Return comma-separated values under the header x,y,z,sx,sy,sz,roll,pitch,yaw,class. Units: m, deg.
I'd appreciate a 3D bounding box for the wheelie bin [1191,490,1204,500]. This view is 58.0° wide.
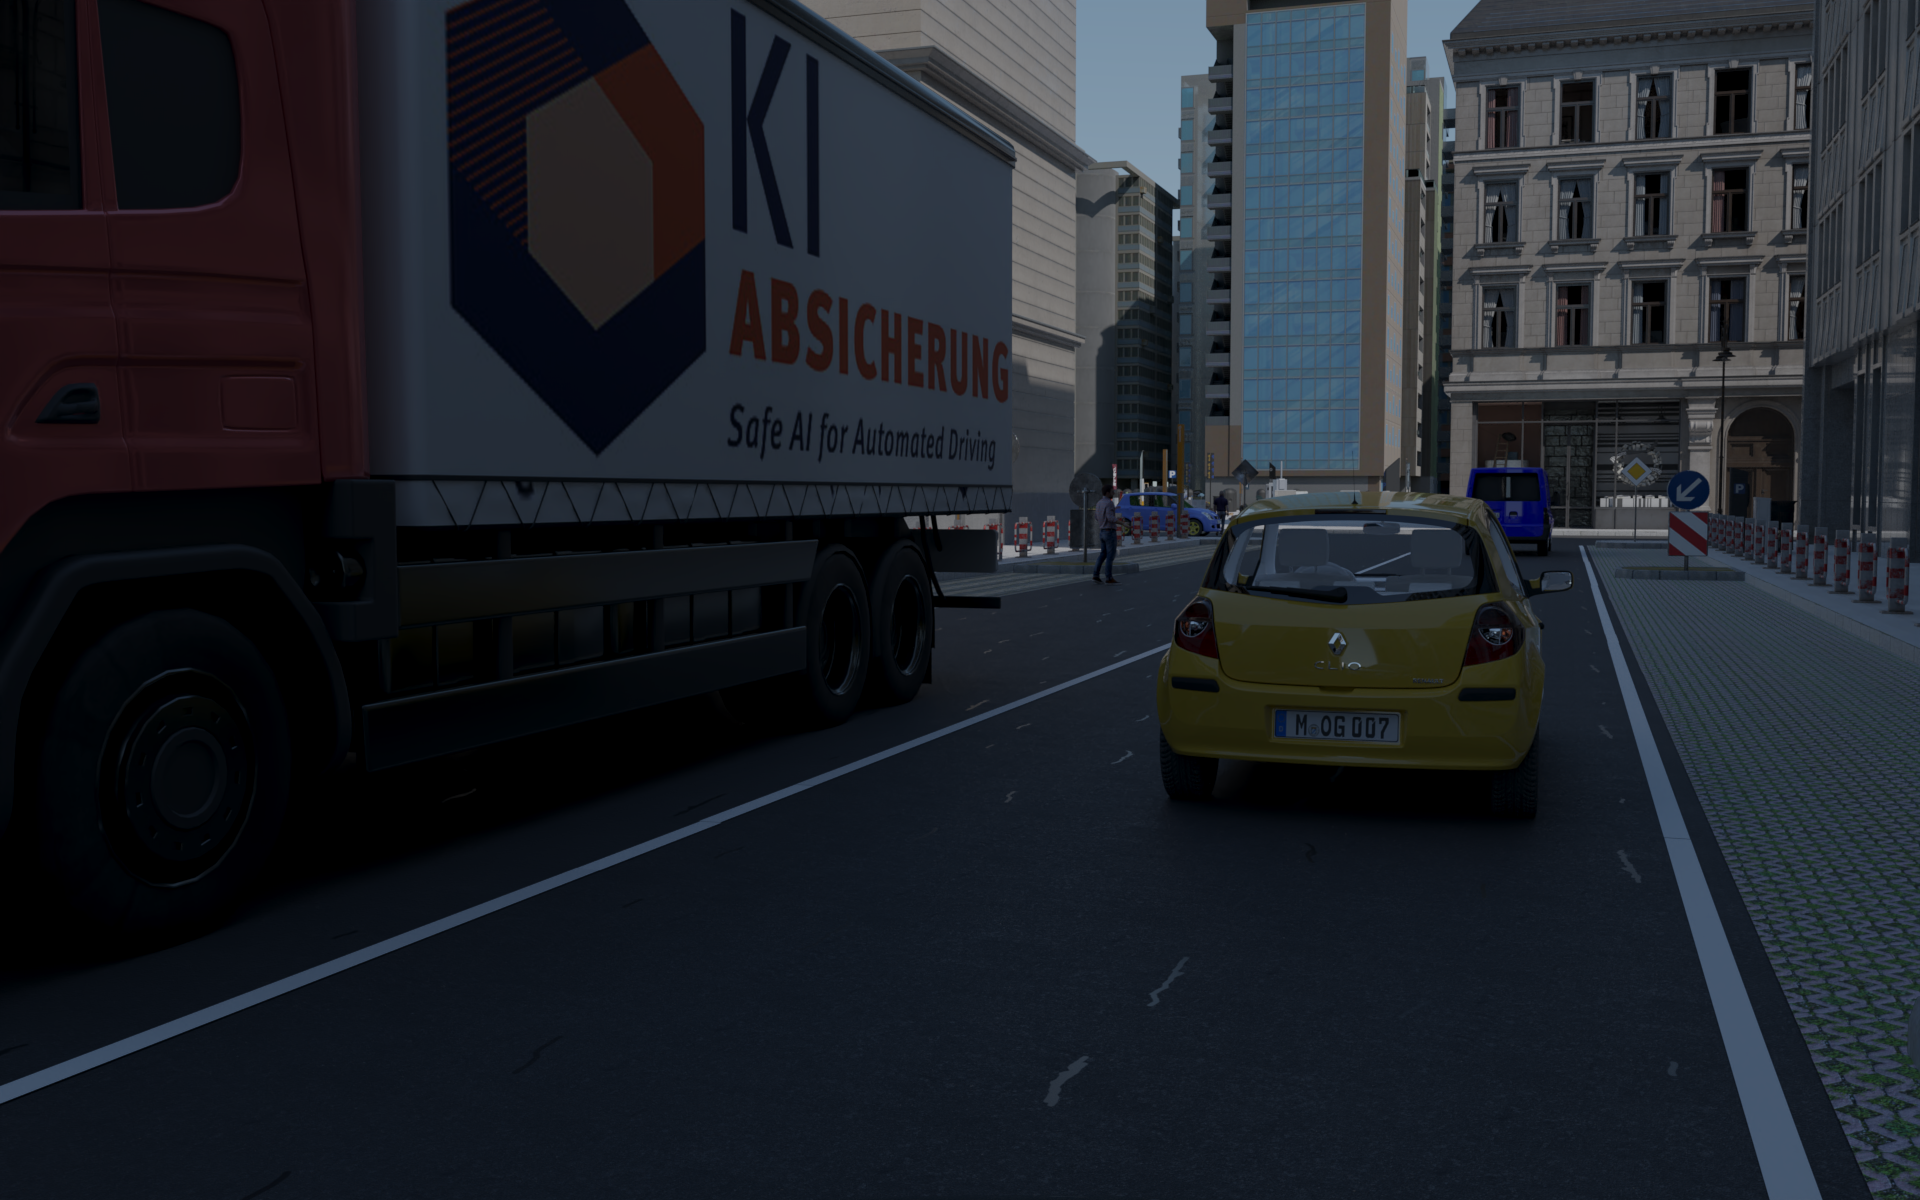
x,y,z,sx,sy,sz,roll,pitch,yaw,class
17.553,-7.342,127.947,0.980,1.594,0.693,1,4,14,wheelie bin

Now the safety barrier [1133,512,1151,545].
x,y,z,sx,sy,sz,roll,pitch,yaw,class
4.517,-1.826,44.128,0.300,0.817,1.120,1,4,19,safety barrier

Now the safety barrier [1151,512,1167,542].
x,y,z,sx,sy,sz,roll,pitch,yaw,class
5.167,-1.940,45.990,0.300,0.817,1.120,1,4,19,safety barrier

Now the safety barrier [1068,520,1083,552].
x,y,z,sx,sy,sz,roll,pitch,yaw,class
2.579,-1.486,38.569,0.300,0.817,1.120,1,4,19,safety barrier

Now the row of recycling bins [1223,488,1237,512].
x,y,z,sx,sy,sz,roll,pitch,yaw,class
19.414,-7.189,124.656,1.069,1.692,3.534,1,4,11,row of recycling bins

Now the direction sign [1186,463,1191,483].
x,y,z,sx,sy,sz,roll,pitch,yaw,class
16.401,-8.109,124.584,0.379,3.537,0.876,-1,4,-14,direction sign

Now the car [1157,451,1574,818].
x,y,z,sx,sy,sz,roll,pitch,yaw,class
2.223,0.059,9.261,2.015,1.641,3.980,1,4,18,car

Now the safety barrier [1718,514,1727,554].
x,y,z,sx,sy,sz,roll,pitch,yaw,class
16.527,-1.399,37.145,0.300,0.817,1.120,1,4,19,safety barrier

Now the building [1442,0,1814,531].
x,y,z,sx,sy,sz,roll,pitch,yaw,class
20.787,-13.238,67.344,40.483,20.767,10.553,1,4,19,building

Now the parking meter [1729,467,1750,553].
x,y,z,sx,sy,sz,roll,pitch,yaw,class
17.002,-1.963,37.801,0.399,1.863,0.255,1,4,19,parking meter

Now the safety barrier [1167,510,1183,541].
x,y,z,sx,sy,sz,roll,pitch,yaw,class
5.814,-2.053,47.842,0.300,0.817,1.120,1,4,19,safety barrier

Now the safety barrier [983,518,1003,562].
x,y,z,sx,sy,sz,roll,pitch,yaw,class
0.634,-1.145,33.000,0.300,0.817,1.120,1,4,19,safety barrier

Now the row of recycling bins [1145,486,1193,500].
x,y,z,sx,sy,sz,roll,pitch,yaw,class
16.471,-7.807,134.753,3.534,1.692,1.069,1,4,22,row of recycling bins

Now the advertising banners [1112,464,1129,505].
x,y,z,sx,sy,sz,roll,pitch,yaw,class
9.395,-6.417,101.113,0.090,3.025,2.074,2,4,35,advertising banners

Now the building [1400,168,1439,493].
x,y,z,sx,sy,sz,roll,pitch,yaw,class
34.867,-23.438,154.915,14.160,30.474,14.107,1,4,19,building

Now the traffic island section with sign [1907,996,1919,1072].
x,y,z,sx,sy,sz,roll,pitch,yaw,class
3.215,0.305,3.635,1.989,1.847,2.006,1,4,19,traffic island section with sign

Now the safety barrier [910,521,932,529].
x,y,z,sx,sy,sz,roll,pitch,yaw,class
-0.662,-0.917,29.267,0.300,0.817,1.120,1,4,19,safety barrier

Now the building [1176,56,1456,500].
x,y,z,sx,sy,sz,roll,pitch,yaw,class
39.343,-35.110,193.652,30.456,49.044,23.786,1,4,19,building

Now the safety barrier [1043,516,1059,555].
x,y,z,sx,sy,sz,roll,pitch,yaw,class
1.929,-1.372,36.710,0.300,0.817,1.120,1,4,19,safety barrier

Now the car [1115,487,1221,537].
x,y,z,sx,sy,sz,roll,pitch,yaw,class
6.967,-2.995,58.558,3.694,1.707,1.945,1,4,19,car

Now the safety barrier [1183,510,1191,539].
x,y,z,sx,sy,sz,roll,pitch,yaw,class
6.465,-2.168,49.715,0.300,0.817,1.120,1,4,19,safety barrier

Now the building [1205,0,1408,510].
x,y,z,sx,sy,sz,roll,pitch,yaw,class
28.601,-30.065,141.681,14.600,45.320,14.200,1,4,19,building

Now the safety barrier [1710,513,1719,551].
x,y,z,sx,sy,sz,roll,pitch,yaw,class
17.174,-1.512,38.997,0.300,0.817,1.120,1,4,19,safety barrier

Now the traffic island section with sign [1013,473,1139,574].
x,y,z,sx,sy,sz,roll,pitch,yaw,class
2.216,-1.416,31.787,1.989,1.847,2.006,1,4,19,traffic island section with sign

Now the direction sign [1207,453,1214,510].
x,y,z,sx,sy,sz,roll,pitch,yaw,class
13.734,-6.298,94.967,0.379,3.537,0.876,2,4,31,direction sign

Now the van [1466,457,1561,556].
x,y,z,sx,sy,sz,roll,pitch,yaw,class
13.324,-2.296,41.925,2.240,2.365,5.245,1,4,20,van

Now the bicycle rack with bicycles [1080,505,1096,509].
x,y,z,sx,sy,sz,roll,pitch,yaw,class
7.475,-5.858,109.166,2.925,0.926,2.852,1,4,14,bicycle rack with bicycles

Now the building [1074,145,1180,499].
x,y,z,sx,sy,sz,roll,pitch,yaw,class
11.517,-30.972,198.272,23.993,40.220,32.217,1,4,19,building

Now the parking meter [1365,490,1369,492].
x,y,z,sx,sy,sz,roll,pitch,yaw,class
27.462,-6.642,117.008,0.372,1.533,0.369,0,3,0,parking meter

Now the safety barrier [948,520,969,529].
x,y,z,sx,sy,sz,roll,pitch,yaw,class
-0.023,-1.030,31.122,0.300,0.817,1.120,1,4,19,safety barrier

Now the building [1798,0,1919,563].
x,y,z,sx,sy,sz,roll,pitch,yaw,class
23.927,-13.112,32.409,12.078,24.808,19.932,1,4,19,building

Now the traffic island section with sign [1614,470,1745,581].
x,y,z,sx,sy,sz,roll,pitch,yaw,class
12.243,-1.278,29.531,1.989,1.847,2.006,1,4,19,traffic island section with sign

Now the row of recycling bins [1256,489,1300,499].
x,y,z,sx,sy,sz,roll,pitch,yaw,class
24.749,-7.788,134.448,3.534,1.692,1.069,1,4,17,row of recycling bins

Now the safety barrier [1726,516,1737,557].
x,y,z,sx,sy,sz,roll,pitch,yaw,class
15.877,-1.285,35.283,0.300,0.817,1.120,1,4,19,safety barrier

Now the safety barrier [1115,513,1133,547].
x,y,z,sx,sy,sz,roll,pitch,yaw,class
3.871,-1.713,42.276,0.300,0.817,1.120,1,4,19,safety barrier

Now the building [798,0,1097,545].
x,y,z,sx,sy,sz,roll,pitch,yaw,class
-9.134,-15.866,46.798,23.554,28.519,14.401,1,4,19,building

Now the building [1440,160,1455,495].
x,y,z,sx,sy,sz,roll,pitch,yaw,class
63.940,-35.018,227.168,28.867,44.769,22.147,1,4,19,building

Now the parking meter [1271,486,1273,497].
x,y,z,sx,sy,sz,roll,pitch,yaw,class
22.694,-7.303,125.111,0.399,1.863,0.255,2,4,29,parking meter

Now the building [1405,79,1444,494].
x,y,z,sx,sy,sz,roll,pitch,yaw,class
38.862,-29.633,168.097,14.154,41.232,14.086,1,4,19,building

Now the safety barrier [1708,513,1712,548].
x,y,z,sx,sy,sz,roll,pitch,yaw,class
17.824,-1.625,40.849,0.300,0.817,1.120,1,4,19,safety barrier

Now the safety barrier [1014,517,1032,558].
x,y,z,sx,sy,sz,roll,pitch,yaw,class
1.277,-1.259,34.855,0.300,0.817,1.120,1,4,19,safety barrier

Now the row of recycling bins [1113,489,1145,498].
x,y,z,sx,sy,sz,roll,pitch,yaw,class
13.842,-8.042,138.596,3.534,1.692,1.069,2,4,33,row of recycling bins
